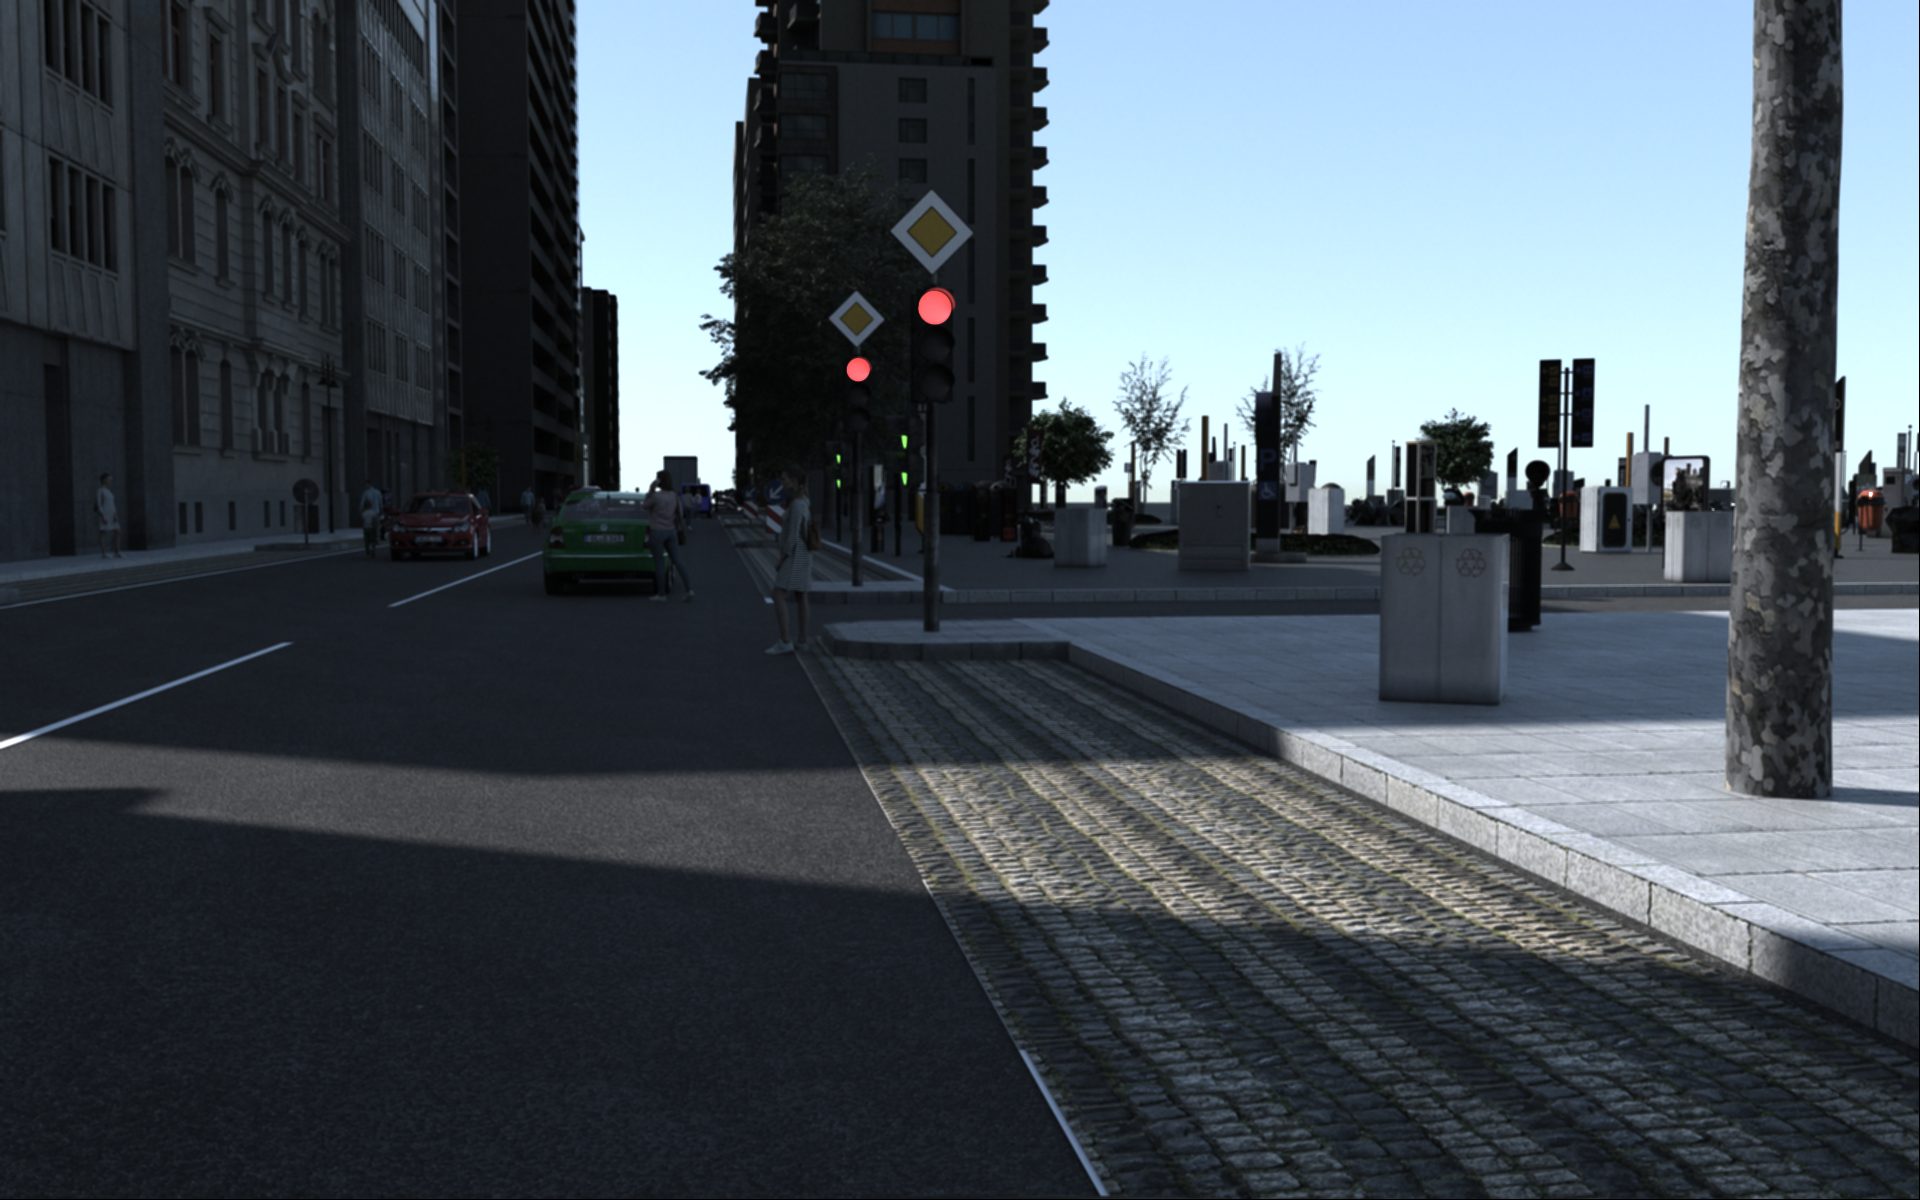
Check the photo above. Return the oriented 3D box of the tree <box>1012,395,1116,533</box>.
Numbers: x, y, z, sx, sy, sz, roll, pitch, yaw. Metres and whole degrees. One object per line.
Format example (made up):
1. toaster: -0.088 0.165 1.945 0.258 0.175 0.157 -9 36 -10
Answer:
1. tree: 3.455 -4.526 57.710 4.285 4.588 4.351 0 3 0

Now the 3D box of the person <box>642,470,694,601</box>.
1. person: -3.868 -0.858 23.122 0.643 1.750 0.593 3 5 43

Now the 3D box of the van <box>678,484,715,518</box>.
1. van: -16.036 -6.167 105.215 2.240 2.365 5.245 0 4 -7

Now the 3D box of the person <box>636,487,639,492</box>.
1. person: -18.834 -5.672 101.247 1.348 1.824 0.705 1 4 15

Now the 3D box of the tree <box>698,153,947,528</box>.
1. tree: -5.034 -9.694 65.145 9.857 13.997 8.962 0 3 0

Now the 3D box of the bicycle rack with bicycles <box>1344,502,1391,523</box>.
1. bicycle rack with bicycles: 18.639 -3.958 78.090 2.925 0.926 2.852 1 4 23

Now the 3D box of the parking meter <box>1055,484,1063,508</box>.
1. parking meter: 5.118 -5.112 89.297 0.255 1.863 0.399 -2 4 -31

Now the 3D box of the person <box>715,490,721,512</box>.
1. person: -19.175 -7.813 136.955 0.721 1.735 1.217 -2 4 -27

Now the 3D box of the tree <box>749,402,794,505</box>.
1. tree: -10.982 -9.598 107.286 4.737 8.622 4.395 0 3 0

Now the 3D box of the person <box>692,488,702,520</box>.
1. person: -14.715 -5.329 96.297 0.598 1.740 0.731 1 4 15

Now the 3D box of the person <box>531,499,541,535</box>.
1. person: -14.864 -2.907 60.691 0.362 1.253 0.373 -1 4 -18

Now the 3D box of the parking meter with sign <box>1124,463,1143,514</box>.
1. parking meter with sign: 9.663 -6.078 95.633 0.543 3.016 1.738 -1 4 -17

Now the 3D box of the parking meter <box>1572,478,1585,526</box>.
1. parking meter: 22.258 -3.465 62.369 0.399 1.863 0.255 2 4 24

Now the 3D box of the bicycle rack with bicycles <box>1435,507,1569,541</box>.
1. bicycle rack with bicycles: 14.701 -2.126 48.140 2.925 0.926 2.852 -2 4 -33

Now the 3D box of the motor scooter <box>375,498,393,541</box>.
1. motor scooter: -17.631 -2.437 52.624 0.815 1.314 1.986 -1 4 -10

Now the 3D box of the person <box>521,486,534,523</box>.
1. person: -21.327 -4.723 85.588 0.638 1.841 0.748 0 4 2

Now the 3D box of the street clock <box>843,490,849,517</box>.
1. street clock: -6.506 -5.757 98.691 0.358 2.002 0.471 1 4 19

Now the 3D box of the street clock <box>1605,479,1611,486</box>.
1. street clock: 31.600 -4.888 84.487 0.358 2.002 0.471 2 4 26

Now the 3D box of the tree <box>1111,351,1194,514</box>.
1. tree: 9.890 -8.561 90.333 4.360 8.622 3.978 0 3 0

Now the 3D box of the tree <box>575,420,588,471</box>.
1. tree: -38.552 -13.510 171.257 4.737 8.622 4.395 0 3 0

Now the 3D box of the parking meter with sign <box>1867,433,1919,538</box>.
1. parking meter with sign: 27.096 -3.289 50.044 0.543 3.016 1.738 -2 4 -23

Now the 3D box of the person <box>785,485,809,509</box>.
1. person: -3.857 -1.981 41.075 0.473 1.802 0.592 -2 4 -28

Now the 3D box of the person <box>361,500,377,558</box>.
1. person: -13.240 -1.594 38.818 0.306 1.304 0.590 -2 4 -25

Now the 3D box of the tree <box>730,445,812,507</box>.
1. tree: -10.325 -7.120 100.129 4.285 4.588 4.351 0 3 0

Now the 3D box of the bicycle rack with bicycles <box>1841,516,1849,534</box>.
1. bicycle rack with bicycles: 26.142 -2.536 54.839 2.852 0.926 2.925 -2 4 -35

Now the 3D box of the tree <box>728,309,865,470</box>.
1. tree: -7.158 -8.947 80.696 7.601 10.594 8.767 -2 4 -32

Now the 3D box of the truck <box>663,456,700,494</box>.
1. truck: -21.413 -8.824 133.180 2.839 4.237 11.283 -1 4 -8

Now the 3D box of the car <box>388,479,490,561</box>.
1. car: -11.594 -1.816 38.726 2.155 1.783 4.494 -1 4 -10

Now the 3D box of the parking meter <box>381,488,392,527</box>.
1. parking meter: -22.142 -3.577 66.900 0.372 1.533 0.369 0 3 0

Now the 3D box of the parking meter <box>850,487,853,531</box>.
1. parking meter: -3.616 -3.157 60.035 0.372 1.533 0.369 0 3 0

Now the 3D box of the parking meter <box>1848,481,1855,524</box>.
1. parking meter: 38.447 -4.217 74.656 0.255 1.863 0.399 2 4 32

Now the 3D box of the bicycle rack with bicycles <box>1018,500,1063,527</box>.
1. bicycle rack with bicycles: 3.217 -3.378 68.604 2.925 0.926 2.852 2 4 24

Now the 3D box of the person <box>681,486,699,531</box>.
1. person: -10.439 -3.528 66.852 0.731 1.740 0.598 0 4 1

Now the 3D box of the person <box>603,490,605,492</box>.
1. person: -42.214 -12.158 205.276 0.568 1.767 0.683 -3 5 -45

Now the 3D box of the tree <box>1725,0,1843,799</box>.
1. tree: 4.415 -9.162 5.685 12.611 20.169 13.585 0 3 0

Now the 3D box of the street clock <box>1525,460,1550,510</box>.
1. street clock: 12.417 -2.000 37.267 0.471 2.002 0.358 2 4 33

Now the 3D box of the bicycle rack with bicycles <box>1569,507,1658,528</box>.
1. bicycle rack with bicycles: 18.042 -2.148 48.496 2.925 0.926 2.852 0 4 3

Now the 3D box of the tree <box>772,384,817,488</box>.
1. tree: -8.259 -8.553 90.210 4.360 8.622 3.978 0 3 0

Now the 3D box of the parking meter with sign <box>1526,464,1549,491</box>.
1. parking meter with sign: 33.766 -6.476 102.135 1.738 3.016 0.543 2 4 23

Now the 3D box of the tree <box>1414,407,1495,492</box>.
1. tree: 18.721 -5.006 65.569 4.285 4.588 4.351 0 3 0

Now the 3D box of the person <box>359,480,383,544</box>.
1. person: -16.717 -2.496 49.173 0.638 1.841 0.748 -1 4 -20

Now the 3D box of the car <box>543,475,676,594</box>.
1. car: -5.247 -1.065 26.210 1.959 1.807 4.718 0 4 -8

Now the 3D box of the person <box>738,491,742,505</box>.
1. person: -25.042 -11.633 197.156 0.541 1.710 0.530 -1 4 -17

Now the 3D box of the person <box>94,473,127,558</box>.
1. person: -17.017 -1.681 34.537 0.522 1.701 0.512 1 4 9

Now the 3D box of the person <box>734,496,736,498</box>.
1. person: -31.117 -14.302 239.958 1.350 1.814 0.705 3 5 39

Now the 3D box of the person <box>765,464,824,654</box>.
1. person: -1.492 -0.377 15.673 0.522 1.701 0.512 0 4 -1

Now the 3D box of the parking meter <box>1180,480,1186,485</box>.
1. parking meter: 9.204 -4.014 71.340 0.255 1.863 0.399 0 3 0

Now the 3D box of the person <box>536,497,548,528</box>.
1. person: -17.735 -3.713 73.480 0.640 1.303 0.475 0 4 8

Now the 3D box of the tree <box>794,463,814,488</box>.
1. tree: -9.148 -6.202 96.007 1.663 3.219 1.824 0 3 0

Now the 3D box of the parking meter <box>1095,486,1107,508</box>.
1. parking meter: 4.263 -2.694 52.460 0.372 1.533 0.369 0 3 0

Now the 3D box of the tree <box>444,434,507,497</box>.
1. tree: -26.549 -6.799 94.874 4.285 4.588 4.351 0 3 0

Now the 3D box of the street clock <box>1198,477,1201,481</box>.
1. street clock: 9.943 -4.036 70.555 0.471 2.002 0.358 -1 4 -11

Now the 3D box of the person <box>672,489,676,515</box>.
1. person: -19.699 -6.738 118.690 0.705 1.821 1.348 1 4 8

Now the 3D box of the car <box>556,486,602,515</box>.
1. car: -17.545 -4.397 80.558 2.281 1.827 5.304 0 4 -7

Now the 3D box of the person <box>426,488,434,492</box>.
1. person: -14.735 -2.316 48.183 0.330 1.601 0.589 -2 4 -24

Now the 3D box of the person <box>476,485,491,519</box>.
1. person: -18.790 -3.631 68.204 0.601 1.785 0.444 1 4 22
